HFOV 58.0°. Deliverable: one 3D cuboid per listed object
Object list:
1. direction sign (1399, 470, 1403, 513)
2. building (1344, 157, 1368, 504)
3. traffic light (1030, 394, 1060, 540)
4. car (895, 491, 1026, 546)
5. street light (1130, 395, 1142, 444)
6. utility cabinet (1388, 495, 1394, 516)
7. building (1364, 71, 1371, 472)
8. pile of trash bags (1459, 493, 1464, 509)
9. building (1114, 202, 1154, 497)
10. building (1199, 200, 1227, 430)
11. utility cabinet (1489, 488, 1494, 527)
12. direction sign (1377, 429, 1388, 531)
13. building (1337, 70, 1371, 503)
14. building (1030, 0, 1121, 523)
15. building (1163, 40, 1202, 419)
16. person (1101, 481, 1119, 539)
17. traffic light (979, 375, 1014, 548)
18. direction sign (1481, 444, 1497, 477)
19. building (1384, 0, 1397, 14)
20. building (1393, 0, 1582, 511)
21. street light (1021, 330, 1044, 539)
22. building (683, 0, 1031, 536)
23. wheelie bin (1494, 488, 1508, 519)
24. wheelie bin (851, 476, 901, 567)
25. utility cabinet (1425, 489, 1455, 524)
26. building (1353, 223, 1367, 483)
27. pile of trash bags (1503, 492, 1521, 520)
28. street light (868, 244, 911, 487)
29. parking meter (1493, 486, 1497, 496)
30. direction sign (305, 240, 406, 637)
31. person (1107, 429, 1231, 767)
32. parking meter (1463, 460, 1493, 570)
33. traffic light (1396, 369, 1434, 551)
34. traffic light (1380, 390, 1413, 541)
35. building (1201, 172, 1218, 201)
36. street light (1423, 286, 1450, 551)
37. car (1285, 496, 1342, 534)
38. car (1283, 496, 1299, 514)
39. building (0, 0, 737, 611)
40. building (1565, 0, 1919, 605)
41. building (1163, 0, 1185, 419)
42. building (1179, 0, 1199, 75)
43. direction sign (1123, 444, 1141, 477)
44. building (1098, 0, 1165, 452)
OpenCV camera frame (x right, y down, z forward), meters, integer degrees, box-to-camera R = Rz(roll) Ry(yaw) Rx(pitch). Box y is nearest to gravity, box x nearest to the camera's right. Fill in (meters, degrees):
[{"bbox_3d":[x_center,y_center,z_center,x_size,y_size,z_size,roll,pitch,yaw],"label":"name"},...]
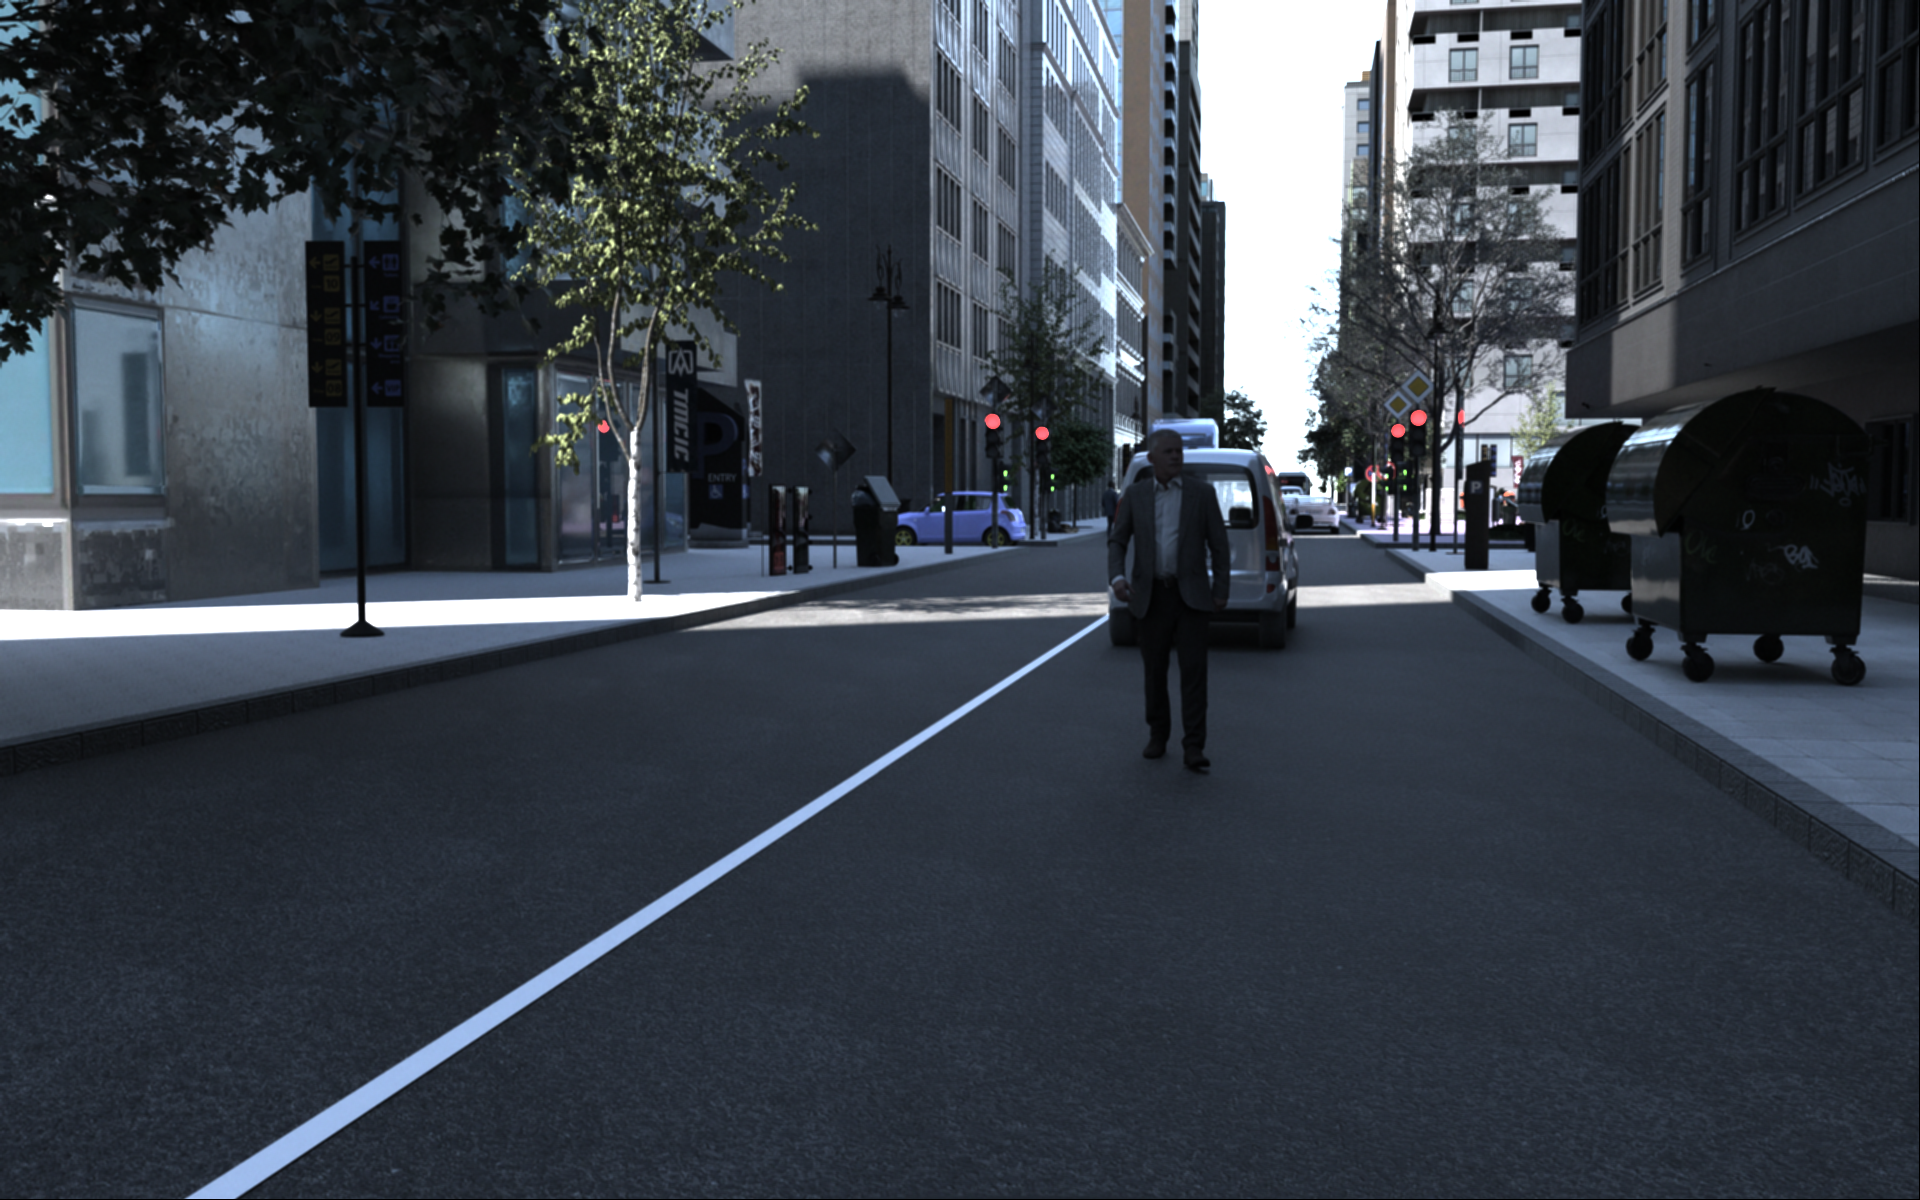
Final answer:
[{"bbox_3d":[30.139,-7.784,119.269,0.876,3.537,0.379,-1,4,-13],"label":"direction sign"},{"bbox_3d":[54.693,-32.302,211.724,14.154,41.232,14.086,1,4,11],"label":"building"},{"bbox_3d":[2.370,-3.656,48.691,0.839,4.253,0.868,1,4,11],"label":"traffic light"},{"bbox_3d":[-0.181,-2.120,44.260,3.694,1.707,1.945,1,4,12],"label":"car"},{"bbox_3d":[8.240,-6.624,81.093,0.468,5.910,1.993,1,4,11],"label":"street light"},{"bbox_3d":[24.849,-5.425,99.861,0.306,1.237,1.020,0,4,8],"label":"utility cabinet"},{"bbox_3d":[46.684,-31.644,167.488,14.600,45.320,14.200,1,4,11],"label":"building"},{"bbox_3d":[30.223,-5.447,98.816,3.447,1.369,1.912,0,4,0],"label":"pile of trash bags"},{"bbox_3d":[5.819,-16.874,112.042,11.583,22.565,21.152,1,4,11],"label":"building"},{"bbox_3d":[28.784,-33.786,235.993,14.154,41.232,14.086,1,4,11],"label":"building"},{"bbox_3d":[19.555,-3.404,64.335,0.318,1.500,1.173,2,4,26],"label":"utility cabinet"},{"bbox_3d":[14.880,-4.216,60.926,0.379,3.537,0.876,2,4,30],"label":"direction sign"},{"bbox_3d":[64.657,-43.072,246.225,21.231,58.520,28.212,1,4,11],"label":"building"},{"bbox_3d":[0.943,-18.922,86.863,11.434,29.767,29.804,1,4,11],"label":"building"},{"bbox_3d":[13.770,-34.071,180.757,21.300,48.544,21.600,1,4,11],"label":"building"},{"bbox_3d":[4.279,-2.432,48.444,0.721,1.800,0.419,3,5,41],"label":"person"},{"bbox_3d":[0.842,-3.176,40.853,0.839,4.253,0.868,1,4,11],"label":"traffic light"},{"bbox_3d":[24.155,-5.333,79.185,0.876,3.537,0.379,-2,4,-24],"label":"direction sign"},{"bbox_3d":[44.309,-30.789,153.510,14.600,45.320,14.200,1,4,11],"label":"building"},{"bbox_3d":[47.413,-33.163,131.451,28.713,52.752,27.495,1,4,11],"label":"building"},{"bbox_3d":[2.045,-4.662,49.004,0.468,5.910,1.993,1,4,11],"label":"street light"},{"bbox_3d":[-4.894,-14.975,62.860,12.078,24.808,19.932,1,4,11],"label":"building"},{"bbox_3d":[28.143,-5.022,90.018,0.693,1.594,0.980,0,4,1],"label":"wheelie bin"},{"bbox_3d":[-1.524,-1.397,30.752,0.693,1.594,0.980,2,4,33],"label":"wheelie bin"},{"bbox_3d":[20.458,-3.984,73.821,1.173,1.500,0.318,1,4,11],"label":"utility cabinet"},{"bbox_3d":[48.873,-25.167,183.188,14.160,30.474,14.107,1,4,11],"label":"building"},{"bbox_3d":[28.638,-4.682,86.297,3.447,1.369,1.912,-1,4,-14],"label":"pile of trash bags"},{"bbox_3d":[-1.306,-3.637,32.250,0.468,5.910,1.993,1,4,11],"label":"street light"},{"bbox_3d":[34.449,-6.492,111.861,0.399,1.863,0.255,3,4,36],"label":"parking meter"},{"bbox_3d":[-5.415,-1.443,15.583,0.876,3.537,0.379,0,4,3],"label":"direction sign"},{"bbox_3d":[1.120,-0.018,9.193,0.661,1.777,0.834,0,4,0],"label":"person"},{"bbox_3d":[8.791,-1.454,29.491,0.399,1.863,0.255,2,4,28],"label":"parking meter"},{"bbox_3d":[10.279,-3.065,39.036,0.839,4.253,0.868,1,4,11],"label":"traffic light"},{"bbox_3d":[11.808,-3.545,46.874,0.839,4.253,0.868,1,4,11],"label":"traffic light"},{"bbox_3d":[27.995,-39.093,258.773,23.786,49.044,30.456,1,4,11],"label":"building"},{"bbox_3d":[10.586,-4.026,38.607,0.468,5.910,1.993,1,4,11],"label":"street light"},{"bbox_3d":[12.917,-3.120,63.370,2.083,1.381,4.827,1,4,11],"label":"car"},{"bbox_3d":[14.724,-3.998,77.736,2.083,1.381,4.827,1,4,12],"label":"car"},{"bbox_3d":[-20.294,-25.073,29.552,30.456,49.044,23.786,1,4,11],"label":"building"},{"bbox_3d":[17.046,-13.977,22.030,14.314,27.812,24.014,1,4,11],"label":"building"},{"bbox_3d":[9.172,-51.358,152.373,22.319,86.520,31.000,1,4,11],"label":"building"},{"bbox_3d":[21.693,-47.741,218.816,20.563,71.187,20.611,1,4,11],"label":"building"},{"bbox_3d":[7.713,-5.248,77.808,0.876,3.537,0.379,2,4,29],"label":"direction sign"},{"bbox_3d":[7.945,-29.405,130.888,14.600,45.320,14.200,1,4,11],"label":"building"}]
